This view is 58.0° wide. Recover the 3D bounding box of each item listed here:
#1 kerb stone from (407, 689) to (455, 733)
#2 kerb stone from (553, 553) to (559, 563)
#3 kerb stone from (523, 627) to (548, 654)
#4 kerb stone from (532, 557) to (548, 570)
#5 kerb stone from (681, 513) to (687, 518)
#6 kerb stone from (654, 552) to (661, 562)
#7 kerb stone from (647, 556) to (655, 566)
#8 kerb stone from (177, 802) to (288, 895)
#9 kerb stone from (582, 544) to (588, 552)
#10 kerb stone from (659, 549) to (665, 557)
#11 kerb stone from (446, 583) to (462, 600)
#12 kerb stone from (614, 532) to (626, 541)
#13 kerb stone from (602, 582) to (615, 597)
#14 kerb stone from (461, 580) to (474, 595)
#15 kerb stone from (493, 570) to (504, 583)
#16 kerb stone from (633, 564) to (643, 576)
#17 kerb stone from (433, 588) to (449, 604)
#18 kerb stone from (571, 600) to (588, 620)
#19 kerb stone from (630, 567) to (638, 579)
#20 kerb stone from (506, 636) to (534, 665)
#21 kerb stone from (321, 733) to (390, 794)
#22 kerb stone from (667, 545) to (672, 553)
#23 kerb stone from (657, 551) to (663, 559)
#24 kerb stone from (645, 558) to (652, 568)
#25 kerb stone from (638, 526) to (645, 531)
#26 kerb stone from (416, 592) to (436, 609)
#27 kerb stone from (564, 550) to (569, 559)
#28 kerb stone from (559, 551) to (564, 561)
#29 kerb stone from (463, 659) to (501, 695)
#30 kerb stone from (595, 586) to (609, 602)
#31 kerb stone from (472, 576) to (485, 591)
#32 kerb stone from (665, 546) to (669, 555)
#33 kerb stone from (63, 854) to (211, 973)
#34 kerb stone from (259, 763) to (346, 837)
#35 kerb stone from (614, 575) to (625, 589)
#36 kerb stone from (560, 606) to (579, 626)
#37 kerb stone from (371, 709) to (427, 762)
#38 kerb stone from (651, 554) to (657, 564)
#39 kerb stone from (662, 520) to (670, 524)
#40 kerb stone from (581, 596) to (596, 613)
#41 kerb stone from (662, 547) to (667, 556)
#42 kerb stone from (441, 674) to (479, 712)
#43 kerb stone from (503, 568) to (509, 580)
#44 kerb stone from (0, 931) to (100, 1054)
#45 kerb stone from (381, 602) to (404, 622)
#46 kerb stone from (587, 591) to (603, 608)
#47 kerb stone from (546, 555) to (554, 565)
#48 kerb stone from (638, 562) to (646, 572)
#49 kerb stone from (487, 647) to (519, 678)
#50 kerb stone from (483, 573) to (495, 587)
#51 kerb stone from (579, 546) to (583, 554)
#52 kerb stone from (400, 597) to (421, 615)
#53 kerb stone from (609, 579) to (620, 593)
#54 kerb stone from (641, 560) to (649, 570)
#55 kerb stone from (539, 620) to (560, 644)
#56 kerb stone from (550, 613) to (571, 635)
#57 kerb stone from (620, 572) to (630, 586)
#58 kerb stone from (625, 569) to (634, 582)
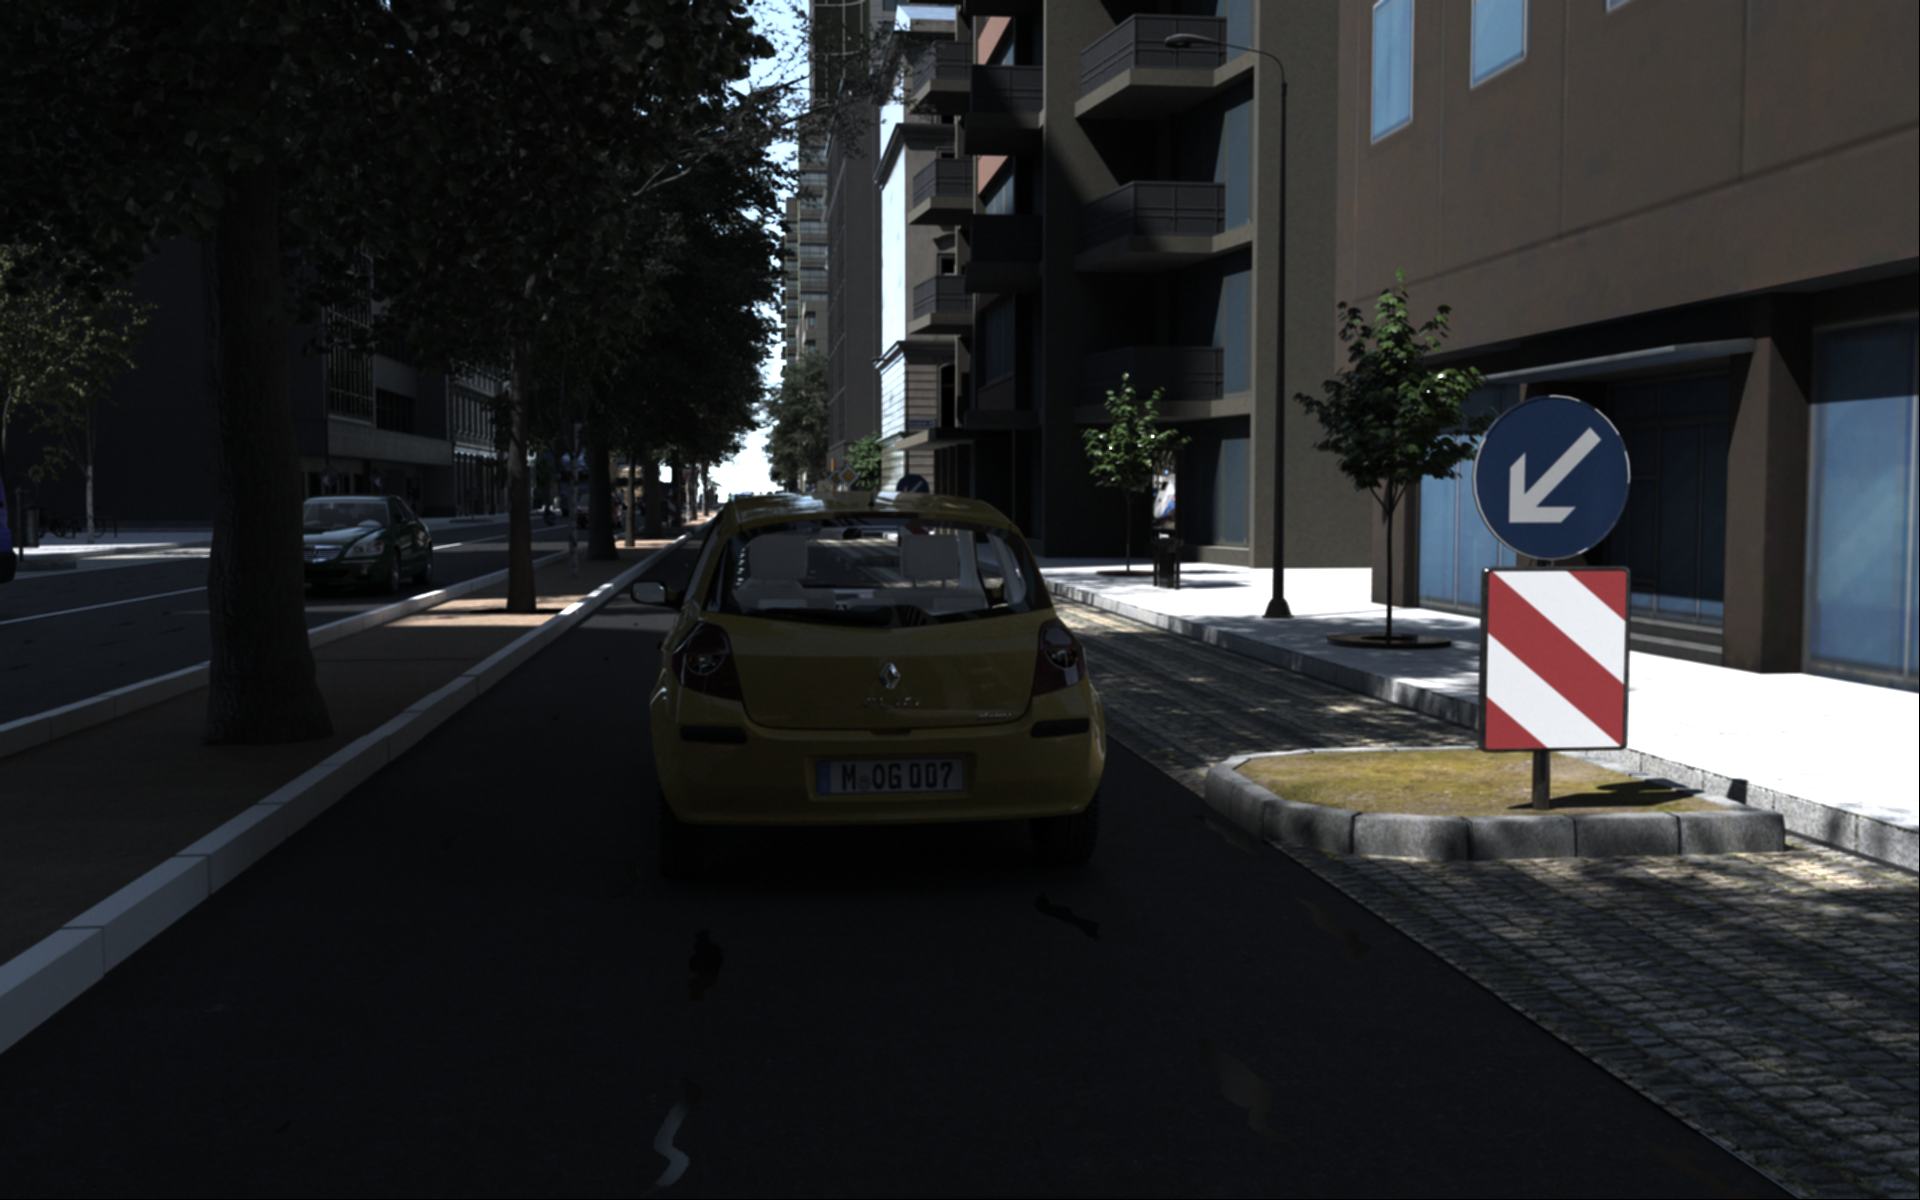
[{"bbox_3d":[-3.296,0.701,10.747,0.120,0.150,1.000,0,4,-7],"label":"kerb stone"},{"bbox_3d":[-8.482,-0.841,35.947,0.120,0.150,1.000,0,4,-7],"label":"kerb stone"},{"bbox_3d":[-3.917,0.388,15.848,0.120,0.150,1.000,0,4,-7],"label":"kerb stone"},{"bbox_3d":[-8.235,-0.713,33.900,0.120,0.150,1.000,0,4,-7],"label":"kerb stone"},{"bbox_3d":[-17.638,-5.413,110.790,0.120,0.150,1.000,0,4,-7],"label":"kerb stone"},{"bbox_3d":[-6.402,-0.857,36.215,0.120,0.150,1.000,0,4,-7],"label":"kerb stone"},{"bbox_3d":[-6.154,-0.727,34.186,0.120,0.150,1.000,0,4,-7],"label":"kerb stone"},{"bbox_3d":[-2.797,0.952,6.678,0.120,0.150,1.000,0,4,-7],"label":"kerb stone"},{"bbox_3d":[-9.360,-1.277,43.076,0.120,0.150,1.000,0,4,-7],"label":"kerb stone"},{"bbox_3d":[-6.654,-0.979,38.245,0.120,0.150,1.000,0,4,-7],"label":"kerb stone"},{"bbox_3d":[-6.991,-0.093,23.709,0.120,0.150,1.000,0,4,-7],"label":"kerb stone"},{"bbox_3d":[-10.855,-2.021,55.293,0.120,0.150,1.000,0,4,-7],"label":"kerb stone"},{"bbox_3d":[-4.921,-0.110,23.996,0.120,0.150,1.000,0,4,-7],"label":"kerb stone"},{"bbox_3d":[-7.122,-0.155,24.723,0.120,0.150,1.000,0,4,-7],"label":"kerb stone"},{"bbox_3d":[-7.482,-0.342,27.787,0.120,0.150,1.000,0,4,-7],"label":"kerb stone"},{"bbox_3d":[-5.656,-0.483,30.116,0.120,0.150,1.000,0,4,-7],"label":"kerb stone"},{"bbox_3d":[-6.872,-0.027,22.694,0.120,0.150,1.000,0,4,-7],"label":"kerb stone"},{"bbox_3d":[-4.414,0.139,19.916,0.120,0.150,1.000,0,4,-7],"label":"kerb stone"},{"bbox_3d":[-5.543,-0.421,29.100,0.120,0.150,1.000,0,4,-7],"label":"kerb stone"},{"bbox_3d":[-3.794,0.450,14.833,0.120,0.150,1.000,0,4,-7],"label":"kerb stone"},{"bbox_3d":[-3.049,0.825,8.717,0.120,0.150,1.000,0,4,-7],"label":"kerb stone"},{"bbox_3d":[-7.022,-1.169,41.313,0.120,0.150,1.000,0,4,-7],"label":"kerb stone"},{"bbox_3d":[-6.526,-0.915,37.230,0.120,0.150,1.000,0,4,-7],"label":"kerb stone"},{"bbox_3d":[-6.038,-0.671,33.170,0.120,0.150,1.000,0,4,-7],"label":"kerb stone"},{"bbox_3d":[-12.286,-2.733,67.020,0.120,0.150,1.000,0,4,-7],"label":"kerb stone"},{"bbox_3d":[-6.749,0.032,21.679,0.120,0.150,1.000,0,4,-7],"label":"kerb stone"},{"bbox_3d":[-8.734,-0.961,37.981,0.120,0.150,1.000,0,4,-7],"label":"kerb stone"},{"bbox_3d":[-8.611,-0.903,36.966,0.120,0.150,1.000,0,4,-7],"label":"kerb stone"},{"bbox_3d":[-3.539,0.575,12.787,0.120,0.150,1.000,0,4,-7],"label":"kerb stone"},{"bbox_3d":[-4.791,-0.047,22.965,0.120,0.150,1.000,0,4,-7],"label":"kerb stone"},{"bbox_3d":[-7.241,-0.216,25.752,0.120,0.150,1.000,0,4,-7],"label":"kerb stone"},{"bbox_3d":[-6.906,-1.107,40.292,0.120,0.150,1.000,0,4,-7],"label":"kerb stone"},{"bbox_3d":[-2.673,1.016,5.655,0.120,0.150,1.000,0,4,-7],"label":"kerb stone"},{"bbox_3d":[-2.921,0.887,7.701,0.120,0.150,1.000,0,4,-7],"label":"kerb stone"},{"bbox_3d":[-5.165,-0.235,26.038,0.120,0.150,1.000,0,4,-7],"label":"kerb stone"},{"bbox_3d":[-4.293,0.205,18.901,0.120,0.150,1.000,0,4,-7],"label":"kerb stone"},{"bbox_3d":[-3.164,0.767,9.733,0.120,0.150,1.000,0,4,-7],"label":"kerb stone"},{"bbox_3d":[-6.288,-0.795,35.200,0.120,0.150,1.000,0,4,-7],"label":"kerb stone"},{"bbox_3d":[-14.655,-3.920,86.377,0.120,0.150,1.000,0,4,-7],"label":"kerb stone"},{"bbox_3d":[-4.538,0.083,20.936,0.120,0.150,1.000,0,4,-7],"label":"kerb stone"},{"bbox_3d":[-6.779,-1.044,39.264,0.120,0.150,1.000,0,4,-7],"label":"kerb stone"},{"bbox_3d":[-3.421,0.649,11.763,0.120,0.150,1.000,0,4,-7],"label":"kerb stone"},{"bbox_3d":[-7.614,-0.404,28.807,0.120,0.150,1.000,0,4,-7],"label":"kerb stone"},{"bbox_3d":[-2.541,1.078,4.635,0.120,0.150,1.000,0,4,-7],"label":"kerb stone"},{"bbox_3d":[-6.496,0.156,19.646,0.120,0.150,1.000,0,4,-7],"label":"kerb stone"},{"bbox_3d":[-4.660,0.015,21.951,0.120,0.150,1.000,0,4,-7],"label":"kerb stone"},{"bbox_3d":[-8.363,-0.774,34.925,0.120,0.150,1.000,0,4,-7],"label":"kerb stone"},{"bbox_3d":[-5.784,-0.546,31.130,0.120,0.150,1.000,0,4,-7],"label":"kerb stone"},{"bbox_3d":[-3.669,0.513,13.813,0.120,0.150,1.000,0,4,-7],"label":"kerb stone"},{"bbox_3d":[-7.364,-0.278,26.767,0.120,0.150,1.000,0,4,-7],"label":"kerb stone"},{"bbox_3d":[-9.114,-1.152,41.046,0.120,0.150,1.000,0,4,-7],"label":"kerb stone"},{"bbox_3d":[-6.618,0.094,20.664,0.120,0.150,1.000,0,4,-7],"label":"kerb stone"},{"bbox_3d":[-5.040,-0.172,25.014,0.120,0.150,1.000,0,4,-7],"label":"kerb stone"},{"bbox_3d":[-5.912,-0.608,32.152,0.120,0.150,1.000,0,4,-7],"label":"kerb stone"},{"bbox_3d":[-4.035,0.328,16.873,0.120,0.150,1.000,0,4,-7],"label":"kerb stone"},{"bbox_3d":[-4.158,0.266,17.888,0.120,0.150,1.000,0,4,-7],"label":"kerb stone"},{"bbox_3d":[-5.289,-0.297,27.059,0.120,0.150,1.000,0,4,-7],"label":"kerb stone"},{"bbox_3d":[-5.419,-0.360,28.081,0.120,0.150,1.000,0,4,-7],"label":"kerb stone"}]
